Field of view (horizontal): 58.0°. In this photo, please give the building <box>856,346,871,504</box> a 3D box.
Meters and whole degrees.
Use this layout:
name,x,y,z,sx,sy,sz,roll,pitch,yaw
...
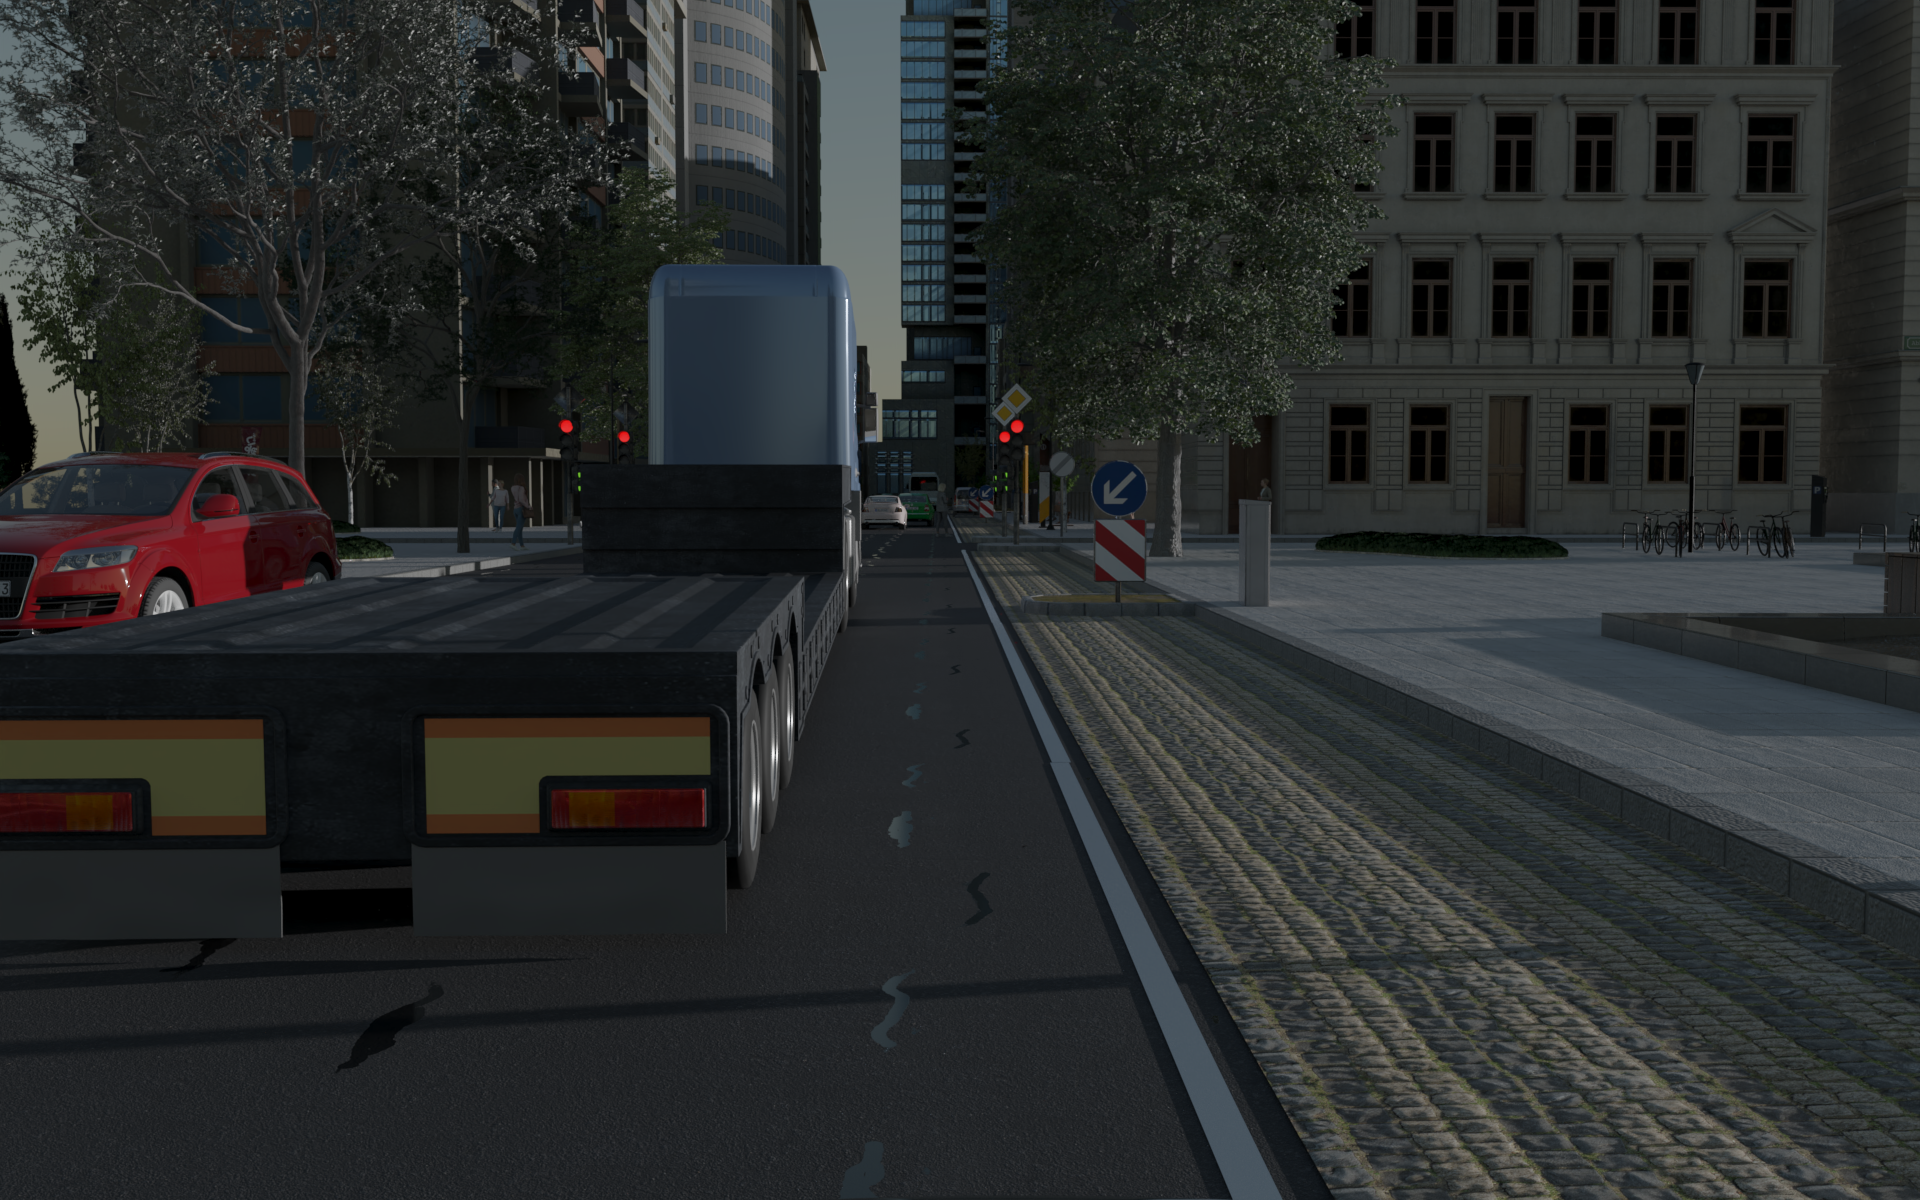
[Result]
name,x,y,z,sx,sy,sz,roll,pitch,yaw
building,-26.560,-23.311,226.167,28.899,21.520,27.650,0,4,-1

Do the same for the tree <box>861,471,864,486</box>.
name,x,y,z,sx,sy,sz,roll,pitch,yaw
tree,-12.567,-13.163,198.922,4.285,4.588,4.351,0,3,0

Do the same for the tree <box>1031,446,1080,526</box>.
name,x,y,z,sx,sy,sz,roll,pitch,yaw
tree,4.151,-4.577,69.442,1.663,3.219,1.824,0,3,0

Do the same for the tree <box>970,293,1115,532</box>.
name,x,y,z,sx,sy,sz,roll,pitch,yaw
tree,3.443,-6.554,57.513,4.737,8.622,4.395,0,3,0

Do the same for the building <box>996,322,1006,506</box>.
name,x,y,z,sx,sy,sz,roll,pitch,yaw
building,18.235,-20.926,187.178,27.650,21.520,28.899,0,4,-1

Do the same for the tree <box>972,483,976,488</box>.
name,x,y,z,sx,sy,sz,roll,pitch,yaw
tree,2.174,-9.632,152.076,1.663,3.219,1.824,0,3,0

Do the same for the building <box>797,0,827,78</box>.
name,x,y,z,sx,sy,sz,roll,pitch,yaw
building,-28.802,-36.468,185.490,27.495,52.752,28.713,0,4,-1

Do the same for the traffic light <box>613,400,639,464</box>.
name,x,y,z,sx,sy,sz,roll,pitch,yaw
traffic light,-9.949,-3.842,51.734,0.839,4.253,0.868,0,4,-1

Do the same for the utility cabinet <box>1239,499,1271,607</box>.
name,x,y,z,sx,sy,sz,roll,pitch,yaw
utility cabinet,3.440,-0.554,20.214,0.306,1.237,1.020,0,4,5

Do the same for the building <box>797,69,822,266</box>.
name,x,y,z,sx,sy,sz,roll,pitch,yaw
building,-20.415,-29.270,162.167,14.154,41.232,14.086,0,4,-1

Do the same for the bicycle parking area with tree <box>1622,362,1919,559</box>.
name,x,y,z,sx,sy,sz,roll,pitch,yaw
bicycle parking area with tree,18.633,-3.089,37.507,8.231,4.147,9.016,2,4,25

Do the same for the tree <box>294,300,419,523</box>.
name,x,y,z,sx,sy,sz,roll,pitch,yaw
tree,-21.543,-6.786,61.307,4.360,8.622,3.978,0,3,0

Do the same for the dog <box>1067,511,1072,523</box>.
name,x,y,z,sx,sy,sz,roll,pitch,yaw
dog,4.692,-3.725,77.727,0.406,0.507,0.540,3,5,42

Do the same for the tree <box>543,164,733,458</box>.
name,x,y,z,sx,sy,sz,roll,pitch,yaw
tree,-10.729,-8.716,60.637,7.486,12.596,7.792,0,3,0

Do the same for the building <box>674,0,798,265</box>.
name,x,y,z,sx,sy,sz,roll,pitch,yaw
building,-24.767,-36.579,140.065,21.231,58.520,28.212,0,4,-1

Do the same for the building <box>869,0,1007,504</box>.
name,x,y,z,sx,sy,sz,roll,pitch,yaw
building,4.180,-55.617,222.011,31.000,86.520,22.319,0,4,-1

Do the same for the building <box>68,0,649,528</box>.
name,x,y,z,sx,sy,sz,roll,pitch,yaw
building,-26.375,-25.887,77.885,22.147,44.769,28.867,0,4,-1

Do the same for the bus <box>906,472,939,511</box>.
name,x,y,z,sx,sy,sz,roll,pitch,yaw
bus,-3.239,-9.641,152.496,2.948,3.499,13.247,0,4,-2

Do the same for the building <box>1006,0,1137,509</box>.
name,x,y,z,sx,sy,sz,roll,pitch,yaw
building,14.729,-37.630,157.243,21.231,58.520,28.212,0,4,-1

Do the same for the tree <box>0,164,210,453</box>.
name,x,y,z,sx,sy,sz,roll,pitch,yaw
tree,-19.613,-5.438,39.275,4.737,8.622,4.395,0,3,0

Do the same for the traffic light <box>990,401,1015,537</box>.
name,x,y,z,sx,sy,sz,roll,pitch,yaw
traffic light,1.311,-3.852,51.895,0.839,4.253,0.868,0,4,-1

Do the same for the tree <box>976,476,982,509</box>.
name,x,y,z,sx,sy,sz,roll,pitch,yaw
tree,2.781,-9.266,146.094,1.663,3.219,1.824,0,3,0

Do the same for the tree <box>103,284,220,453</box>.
name,x,y,z,sx,sy,sz,roll,pitch,yaw
tree,-28.543,-6.796,61.471,4.360,8.622,3.978,0,3,0

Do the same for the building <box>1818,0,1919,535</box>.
name,x,y,z,sx,sy,sz,roll,pitch,yaw
building,40.458,-16.672,59.981,23.554,28.519,14.401,0,4,-1

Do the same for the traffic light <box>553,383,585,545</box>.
name,x,y,z,sx,sy,sz,roll,pitch,yaw
traffic light,-9.846,-3.353,43.749,0.839,4.253,0.868,0,4,-1

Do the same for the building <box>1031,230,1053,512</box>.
name,x,y,z,sx,sy,sz,roll,pitch,yaw
building,10.604,-17.138,116.366,11.583,22.565,21.152,0,4,-1

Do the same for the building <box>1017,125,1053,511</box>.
name,x,y,z,sx,sy,sz,roll,pitch,yaw
building,11.411,-22.338,136.935,14.160,30.474,14.107,0,4,-1

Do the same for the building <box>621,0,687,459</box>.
name,x,y,z,sx,sy,sz,roll,pitch,yaw
building,-31.614,-25.715,112.325,32.217,40.220,23.993,0,4,-1

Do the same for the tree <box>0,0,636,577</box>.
name,x,y,z,sx,sy,sz,roll,pitch,yaw
tree,-10.220,-7.096,26.392,12.009,13.543,11.850,0,3,0

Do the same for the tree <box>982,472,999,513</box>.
name,x,y,z,sx,sy,sz,roll,pitch,yaw
tree,2.869,-7.569,118.347,1.663,3.219,1.824,0,3,0

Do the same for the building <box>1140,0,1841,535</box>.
name,x,y,z,sx,sy,sz,roll,pitch,yaw
building,17.203,-13.624,58.904,21.152,22.565,11.583,0,4,-1

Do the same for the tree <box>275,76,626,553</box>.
name,x,y,z,sx,sy,sz,roll,pitch,yaw
tree,-10.897,-6.283,37.147,8.767,10.594,7.601,0,4,5

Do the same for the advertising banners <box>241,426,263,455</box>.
name,x,y,z,sx,sy,sz,roll,pitch,yaw
advertising banners,-18.932,-2.945,44.336,2.074,3.025,0.090,-2,4,-27

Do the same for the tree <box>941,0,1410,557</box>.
name,x,y,z,sx,sy,sz,roll,pitch,yaw
tree,4.237,-7.871,35.339,9.857,13.997,8.962,0,3,0

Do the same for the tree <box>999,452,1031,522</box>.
name,x,y,z,sx,sy,sz,roll,pitch,yaw
tree,3.128,-5.164,79.038,1.663,3.219,1.824,0,3,0

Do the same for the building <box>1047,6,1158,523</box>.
name,x,y,z,sx,sy,sz,roll,pitch,yaw
building,13.026,-15.746,90.729,16.112,22.955,30.059,0,4,-1

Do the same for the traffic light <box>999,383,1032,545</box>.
name,x,y,z,sx,sy,sz,roll,pitch,yaw
traffic light,1.414,-3.363,43.910,0.839,4.253,0.868,0,4,-1

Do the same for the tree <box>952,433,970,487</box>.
name,x,y,z,sx,sy,sz,roll,pitch,yaw
tree,1.278,-15.422,202.507,4.737,8.622,4.395,0,3,0

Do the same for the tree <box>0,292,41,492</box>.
name,x,y,z,sx,sy,sz,roll,pitch,yaw
tree,-65.375,-13.119,116.313,13.155,14.587,18.604,0,4,-3
